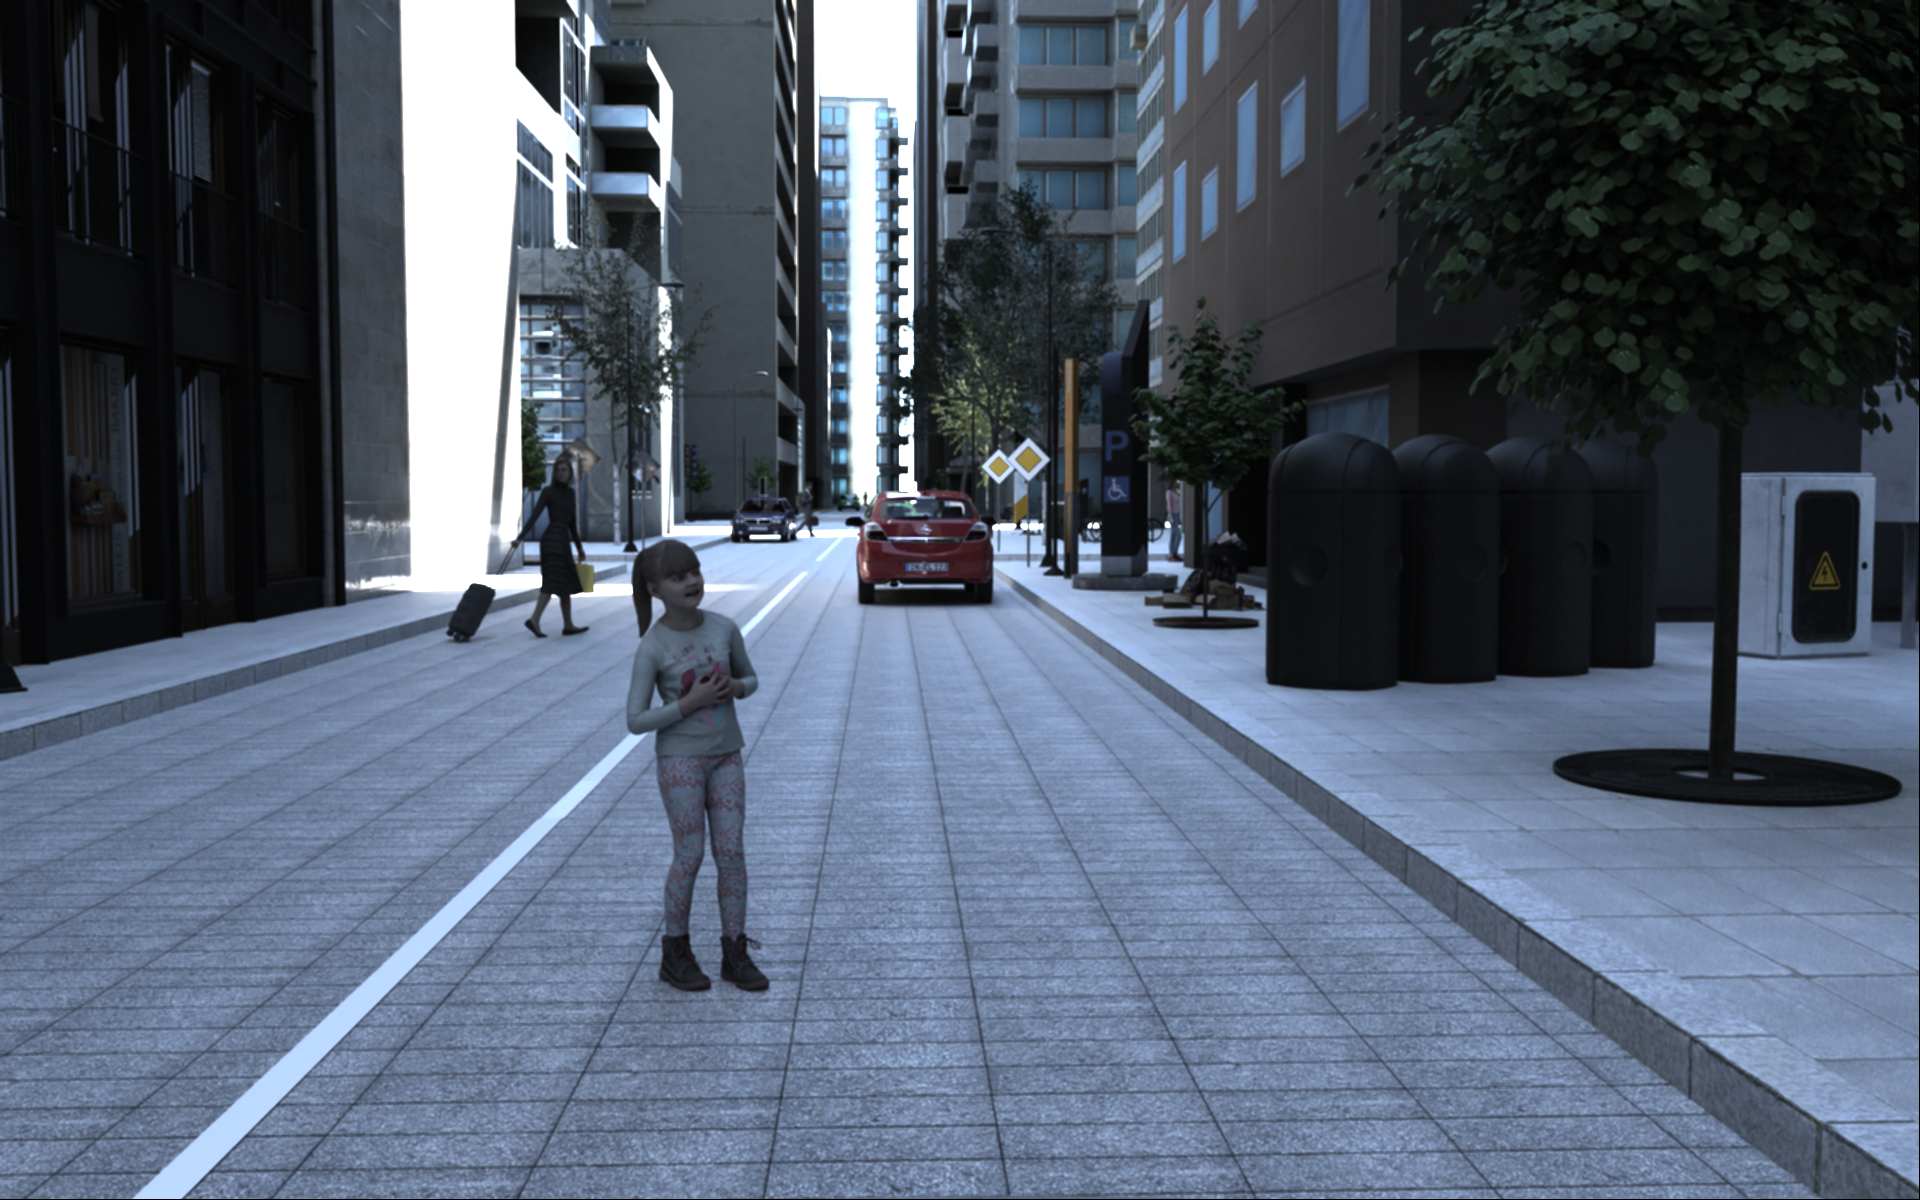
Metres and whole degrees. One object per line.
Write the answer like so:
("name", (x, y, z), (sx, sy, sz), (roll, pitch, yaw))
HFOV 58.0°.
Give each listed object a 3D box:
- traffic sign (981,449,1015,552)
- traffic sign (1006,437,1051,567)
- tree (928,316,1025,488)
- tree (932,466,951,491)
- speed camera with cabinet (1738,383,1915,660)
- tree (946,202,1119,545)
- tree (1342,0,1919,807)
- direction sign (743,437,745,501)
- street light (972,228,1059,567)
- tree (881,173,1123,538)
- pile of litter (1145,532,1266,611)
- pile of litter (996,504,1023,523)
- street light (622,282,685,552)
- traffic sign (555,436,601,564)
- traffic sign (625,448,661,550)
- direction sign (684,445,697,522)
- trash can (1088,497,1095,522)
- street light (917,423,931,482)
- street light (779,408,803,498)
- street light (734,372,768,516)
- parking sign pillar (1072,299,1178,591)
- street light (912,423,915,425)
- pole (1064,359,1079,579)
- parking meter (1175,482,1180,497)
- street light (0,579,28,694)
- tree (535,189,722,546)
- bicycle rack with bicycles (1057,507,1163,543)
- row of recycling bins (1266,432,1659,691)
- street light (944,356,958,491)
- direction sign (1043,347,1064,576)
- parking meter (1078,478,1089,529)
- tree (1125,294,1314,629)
("traffic sign", (0.861, -2.129, 38.446), (0.795, 2.450, 0.064), (0, 4, -2))
("traffic sign", (1.201, -1.641, 30.469), (0.795, 2.450, 0.064), (0, 4, -2))
("tree", (0.900, -7.239, 68.715), (4.737, 8.622, 4.395), (0, 3, 0))
("tree", (-1.034, -7.501, 117.238), (1.663, 3.219, 1.824), (0, 3, 0))
("speed camera with cabinet", (7.158, -1.193, 13.847), (2.038, 3.252, 0.660), (-1, 4, -20))
("tree", (1.887, -5.664, 42.969), (4.360, 8.622, 3.978), (0, 3, 0))
("tree", (3.366, -1.469, 7.726), (4.285, 4.588, 4.351), (0, 3, 0))
("direction sign", (-8.652, -4.737, 69.452), (0.379, 3.537, 0.876), (0, 4, -4))
("street light", (1.029, -3.539, 30.412), (1.470, 5.913, 1.316), (0, 4, -2))
("tree", (1.134, -7.086, 50.271), (7.601, 10.594, 8.767), (1, 4, 18))
("pile of litter", (2.804, -0.345, 19.612), (1.176, 0.858, 1.719), (-1, 4, -23))
("pile of litter", (2.105, -3.795, 76.011), (1.719, 0.858, 1.176), (2, 4, 28))
("street light", (-6.724, -4.007, 38.048), (1.470, 5.913, 1.316), (0, 4, -2))
("traffic sign", (-6.637, -1.622, 30.157), (0.795, 2.450, 0.064), (0, 4, -2))
("traffic sign", (-6.977, -2.110, 38.135), (0.795, 2.450, 0.064), (0, 4, -2))
("direction sign", (-12.396, -5.363, 79.676), (0.379, 3.537, 0.876), (2, 4, 30))
("trash can", (5.669, -4.037, 77.659), (0.748, 1.137, 0.748), (0, 3, 0))
("street light", (-1.263, -6.906, 85.459), (1.470, 5.913, 1.316), (0, 4, -2))
("street light", (-9.216, -7.425, 93.939), (1.470, 5.913, 1.316), (0, 4, -2))
("street light", (-8.045, -5.730, 66.229), (1.470, 5.913, 1.316), (0, 4, -2))
("parking sign pillar", (2.246, -2.142, 23.496), (1.447, 3.967, 1.447), (1, 4, 16))
("street light", (-2.460, -8.620, 113.483), (1.470, 5.913, 1.316), (0, 4, -2))
("pole", (1.687, -1.979, 26.201), (0.158, 3.312, 0.155), (0, 3, 0))
("parking meter", (9.082, -4.104, 72.812), (0.255, 1.863, 0.399), (0, 4, -8))
("street light", (-5.712, -2.356, 11.067), (1.470, 5.913, 1.316), (0, 4, -2))
("tree", (-8.267, -5.651, 42.756), (4.360, 8.622, 3.978), (0, 3, 0))
("bicycle rack with bicycles", (4.032, -2.013, 46.289), (2.925, 0.926, 2.852), (0, 4, 3))
("row of recycling bins", (3.697, -0.319, 12.336), (3.534, 1.692, 1.069), (-2, 4, -32))
("street light", (-0.104, -5.181, 57.248), (1.470, 5.913, 1.316), (0, 4, -2))
("direction sign", (1.501, -2.155, 27.225), (0.379, 3.537, 0.876), (0, 4, 7))
("parking meter", (4.439, -3.494, 62.842), (0.399, 1.863, 0.255), (-2, 4, -25))
("tree", (2.352, -1.368, 16.968), (1.663, 3.219, 1.824), (0, 3, 0))
